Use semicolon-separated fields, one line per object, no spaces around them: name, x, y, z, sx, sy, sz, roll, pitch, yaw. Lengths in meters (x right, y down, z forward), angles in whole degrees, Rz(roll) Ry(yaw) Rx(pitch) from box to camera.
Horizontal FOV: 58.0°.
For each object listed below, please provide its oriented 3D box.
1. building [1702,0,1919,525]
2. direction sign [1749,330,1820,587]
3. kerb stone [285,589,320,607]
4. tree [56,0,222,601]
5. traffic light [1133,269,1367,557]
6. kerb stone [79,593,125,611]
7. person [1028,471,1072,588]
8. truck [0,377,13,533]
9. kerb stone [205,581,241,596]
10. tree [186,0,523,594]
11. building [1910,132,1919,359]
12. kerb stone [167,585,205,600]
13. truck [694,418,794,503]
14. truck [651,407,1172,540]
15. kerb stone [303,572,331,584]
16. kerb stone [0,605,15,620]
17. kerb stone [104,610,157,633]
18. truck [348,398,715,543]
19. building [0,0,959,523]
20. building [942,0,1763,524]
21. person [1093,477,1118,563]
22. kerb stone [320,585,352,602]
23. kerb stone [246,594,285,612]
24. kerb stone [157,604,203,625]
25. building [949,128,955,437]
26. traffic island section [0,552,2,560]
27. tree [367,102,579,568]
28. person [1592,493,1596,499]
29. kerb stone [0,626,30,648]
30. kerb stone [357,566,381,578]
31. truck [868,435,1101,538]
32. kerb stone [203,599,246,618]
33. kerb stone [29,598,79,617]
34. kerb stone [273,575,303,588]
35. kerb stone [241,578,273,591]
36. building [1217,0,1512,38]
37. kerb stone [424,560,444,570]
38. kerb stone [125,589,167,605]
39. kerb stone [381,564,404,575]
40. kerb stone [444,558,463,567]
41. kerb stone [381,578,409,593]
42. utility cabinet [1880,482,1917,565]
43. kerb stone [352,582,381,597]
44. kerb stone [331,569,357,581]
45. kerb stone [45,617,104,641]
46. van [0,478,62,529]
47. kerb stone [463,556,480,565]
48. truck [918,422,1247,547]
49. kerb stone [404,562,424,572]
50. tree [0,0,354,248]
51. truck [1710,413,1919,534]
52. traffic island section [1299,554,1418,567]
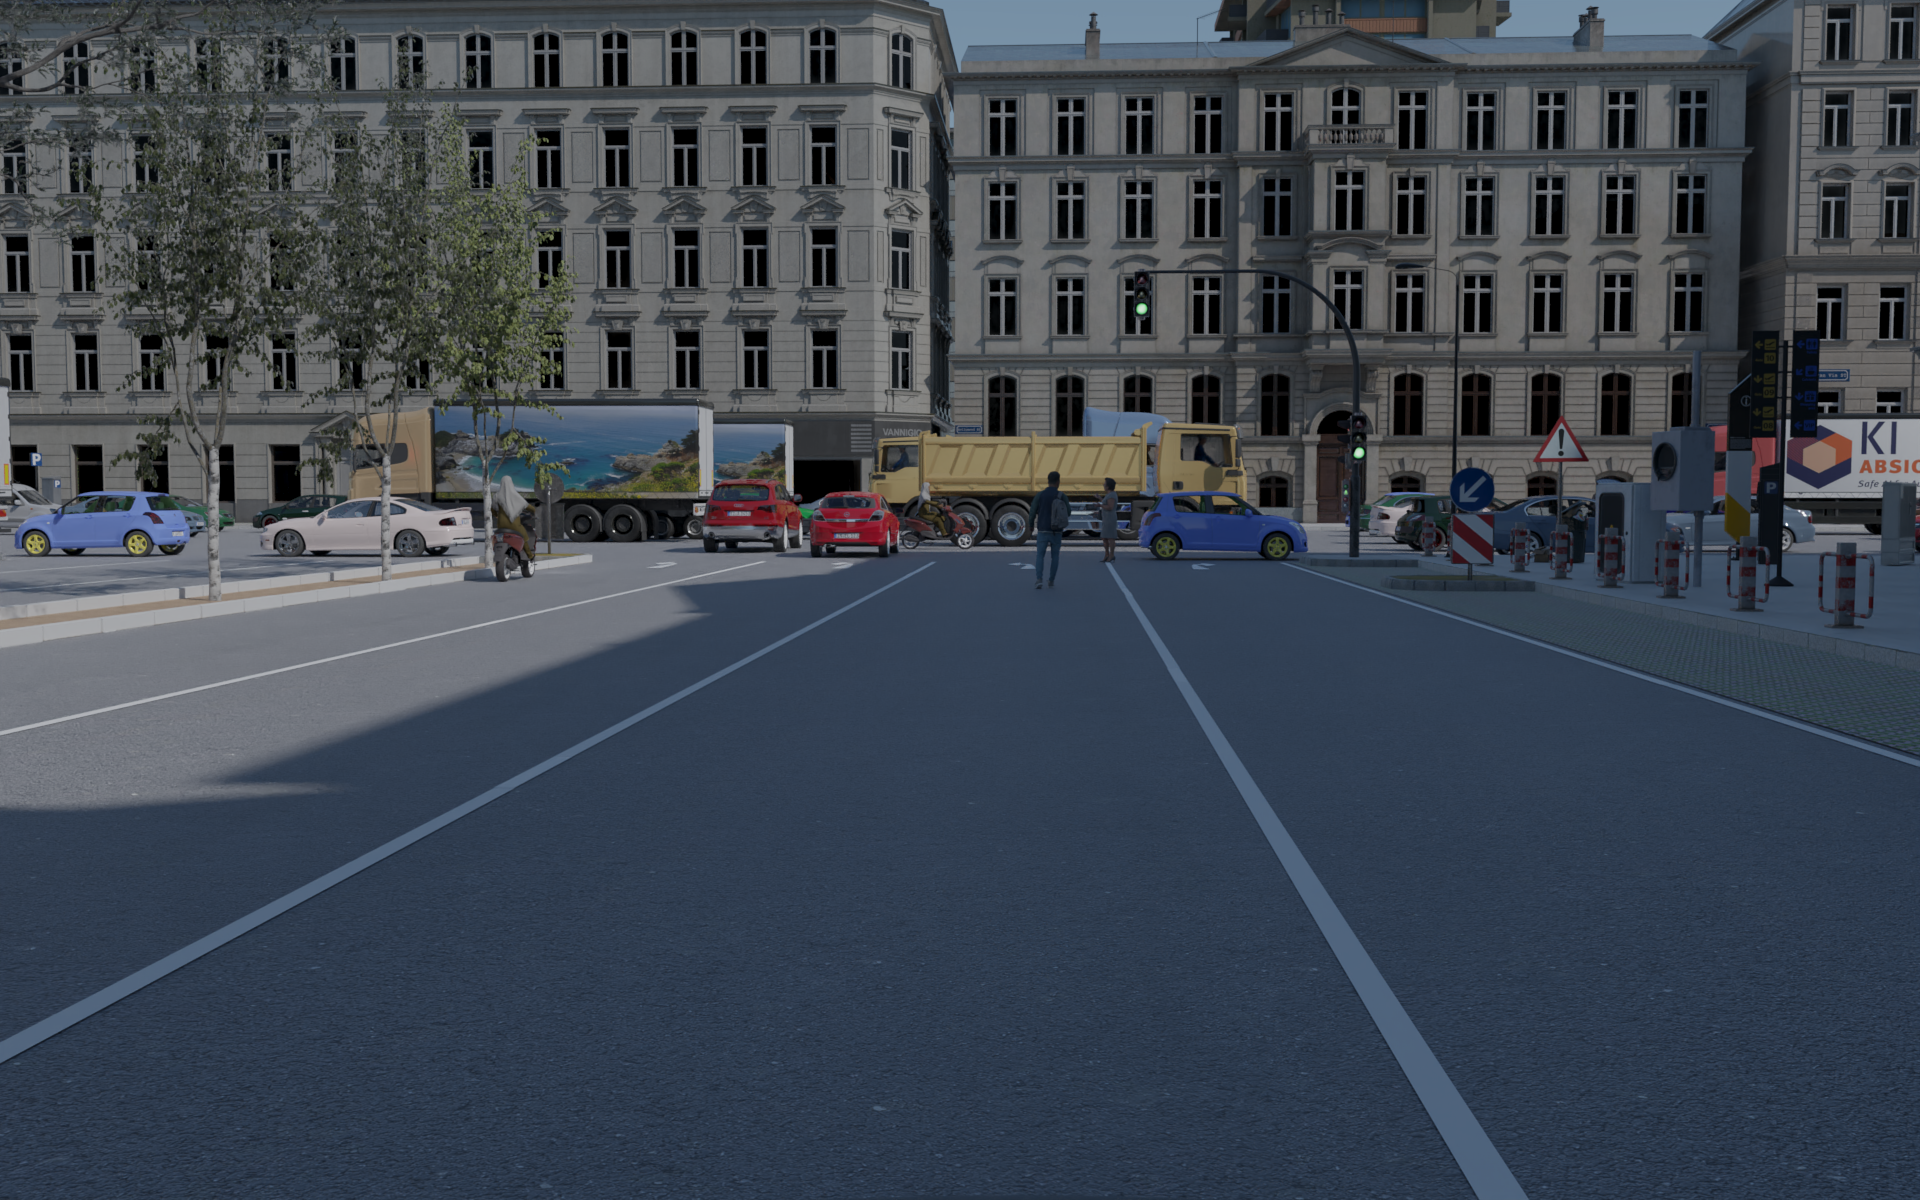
building;46.747;-17.091;76.699;25.104;27.353;12.463;0;4;3
direction sign;11.422;-1.961;24.052;0.876;3.537;0.379;1;4;10
kerb stone;-8.621;-0.014;22.489;0.120;0.150;1.000;0;4;3
tree;-9.959;-4.300;23.128;4.360;8.622;3.978;0;3;0
traffic light;5.881;-3.692;35.039;4.771;5.953;1.251;0;4;3
kerb stone;-10.776;0.036;21.605;0.120;0.150;1.000;0;4;3
person;1.374;-1.072;26.371;0.623;1.781;0.721;0;4;-8
truck;-28.567;-3.189;41.054;11.283;4.237;2.839;0;4;4
kerb stone;-10.590;-0.153;24.690;0.120;0.150;1.000;0;4;3
tree;-9.125;-4.570;27.537;4.360;8.622;3.978;0;3;0
building;20.684;-11.796;11.947;14.460;24.649;34.723;0;4;3
kerb stone;-10.656;-0.090;23.663;0.120;0.150;1.000;0;4;3
truck;-12.004;-4.673;65.323;11.283;4.237;2.839;0;4;2
truck;-1.791;-3.982;54.869;18.799;4.110;2.967;0;4;4
kerb stone;-10.408;-0.336;27.780;0.120;0.150;1.000;0;4;3
kerb stone;-10.898;0.162;19.548;0.120;0.150;1.000;0;4;3
kerb stone;-8.867;0.234;18.366;0.120;0.150;1.000;0;4;3
truck;-13.184;-3.866;52.128;11.283;4.237;2.839;0;4;2
building;-22.398;-18.780;83.472;44.131;29.872;17.030;0;4;3
building;16.890;-15.967;80.152;34.723;24.649;14.460;0;4;3
person;3.024;-1.674;36.220;0.532;1.782;0.716;0;4;0
kerb stone;-8.557;-0.079;23.514;0.120;0.150;1.000;0;4;3
kerb stone;-8.680;0.045;21.455;0.120;0.150;1.000;0;4;3
kerb stone;-8.810;0.172;19.391;0.120;0.150;1.000;0;4;3
building;-2.365;-40.242;247.197;27.495;52.752;28.713;0;4;3
traffic island section;-21.973;-0.899;36.978;2.009;0.180;2.903;0;4;3
tree;-8.859;-4.853;32.170;4.737;8.622;4.395;0;3;0
person;23.819;-3.402;64.670;0.434;1.755;0.990;-2;4;-24
kerb stone;-8.993;0.360;16.312;0.120;0.150;1.000;0;4;3
kerb stone;-10.282;-0.463;29.833;0.120;0.150;1.000;0;4;3
truck;0.980;-3.804;58.124;9.791;3.379;3.469;0;4;2
kerb stone;-8.745;0.108;20.424;0.120;0.150;1.000;0;4;3
kerb stone;-10.840;0.104;20.574;0.120;0.150;1.000;0;4;3
kerb stone;-10.472;-0.279;26.752;0.120;0.150;1.000;0;4;3
kerb stone;-10.526;-0.215;25.718;0.120;0.150;1.000;0;4;3
building;32.678;-29.979;144.773;22.147;44.769;28.867;0;4;3
kerb stone;-10.096;-0.655;32.918;0.120;0.150;1.000;0;4;3
kerb stone;-10.715;-0.027;22.634;0.120;0.150;1.000;0;4;3
kerb stone;-10.212;-0.528;30.861;0.120;0.150;1.000;0;4;3
kerb stone;-10.028;-0.719;33.945;0.120;0.150;1.000;0;4;3
kerb stone;-8.426;-0.207;25.576;0.120;0.150;1.000;0;4;3
utility cabinet;16.954;-1.380;31.246;0.318;1.500;1.173;3;5;41
kerb stone;-8.492;-0.140;24.539;0.120;0.150;1.000;0;4;3
kerb stone;-10.337;-0.400;28.807;0.120;0.150;1.000;0;4;3
kerb stone;-8.937;0.297;17.337;0.120;0.150;1.000;0;4;3
van;-33.176;-3.293;60.854;4.112;2.044;2.013;0;4;3
kerb stone;-9.967;-0.781;34.973;0.120;0.150;1.000;0;4;3
truck;3.827;-3.175;47.834;9.791;3.379;3.469;0;4;4
kerb stone;-10.163;-0.592;31.889;0.120;0.150;1.000;0;4;3
tree;-10.488;-6.151;13.398;12.009;13.543;11.850;0;3;0
truck;30.781;-4.415;61.097;11.283;4.237;2.839;0;4;5
traffic island section;8.013;-0.788;35.166;2.009;0.180;2.903;0;4;3
